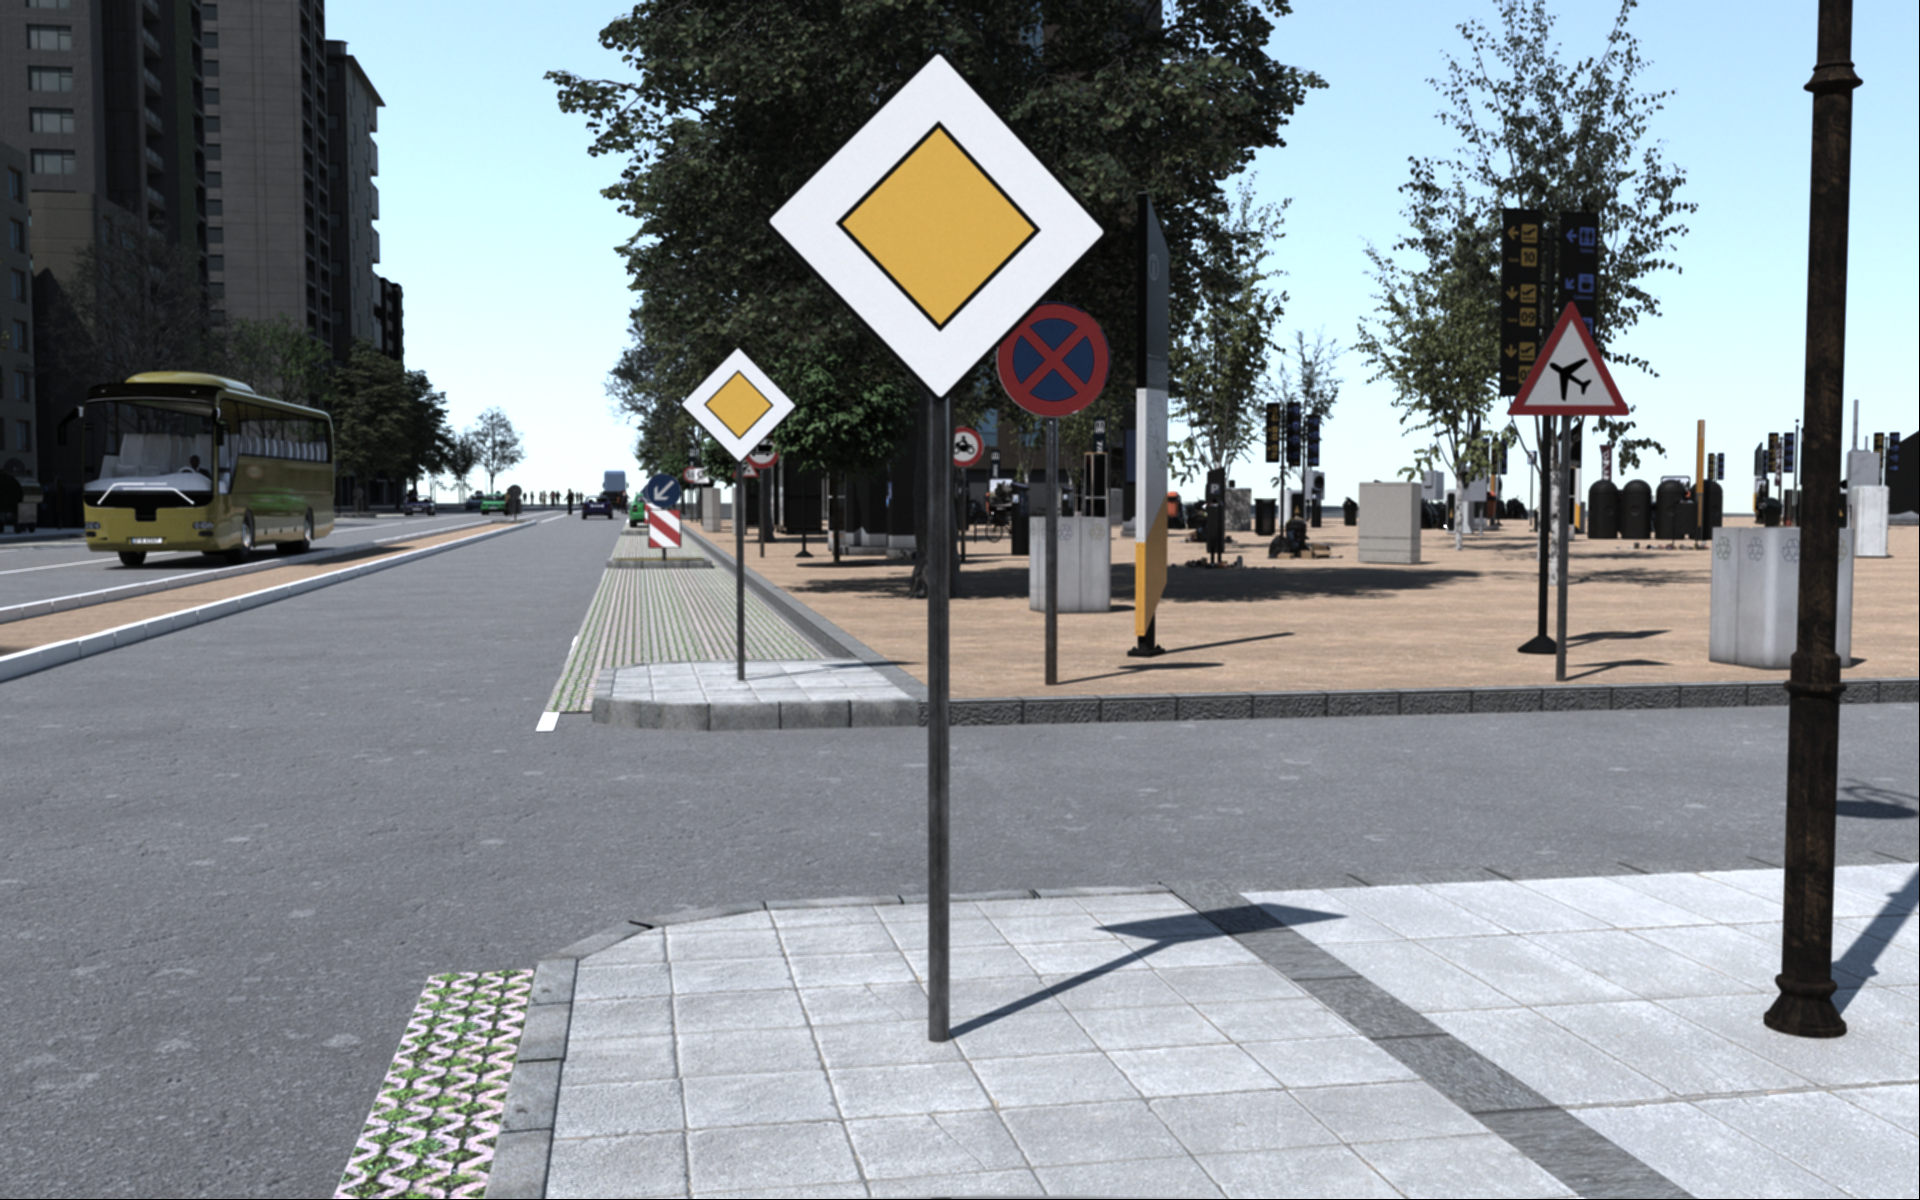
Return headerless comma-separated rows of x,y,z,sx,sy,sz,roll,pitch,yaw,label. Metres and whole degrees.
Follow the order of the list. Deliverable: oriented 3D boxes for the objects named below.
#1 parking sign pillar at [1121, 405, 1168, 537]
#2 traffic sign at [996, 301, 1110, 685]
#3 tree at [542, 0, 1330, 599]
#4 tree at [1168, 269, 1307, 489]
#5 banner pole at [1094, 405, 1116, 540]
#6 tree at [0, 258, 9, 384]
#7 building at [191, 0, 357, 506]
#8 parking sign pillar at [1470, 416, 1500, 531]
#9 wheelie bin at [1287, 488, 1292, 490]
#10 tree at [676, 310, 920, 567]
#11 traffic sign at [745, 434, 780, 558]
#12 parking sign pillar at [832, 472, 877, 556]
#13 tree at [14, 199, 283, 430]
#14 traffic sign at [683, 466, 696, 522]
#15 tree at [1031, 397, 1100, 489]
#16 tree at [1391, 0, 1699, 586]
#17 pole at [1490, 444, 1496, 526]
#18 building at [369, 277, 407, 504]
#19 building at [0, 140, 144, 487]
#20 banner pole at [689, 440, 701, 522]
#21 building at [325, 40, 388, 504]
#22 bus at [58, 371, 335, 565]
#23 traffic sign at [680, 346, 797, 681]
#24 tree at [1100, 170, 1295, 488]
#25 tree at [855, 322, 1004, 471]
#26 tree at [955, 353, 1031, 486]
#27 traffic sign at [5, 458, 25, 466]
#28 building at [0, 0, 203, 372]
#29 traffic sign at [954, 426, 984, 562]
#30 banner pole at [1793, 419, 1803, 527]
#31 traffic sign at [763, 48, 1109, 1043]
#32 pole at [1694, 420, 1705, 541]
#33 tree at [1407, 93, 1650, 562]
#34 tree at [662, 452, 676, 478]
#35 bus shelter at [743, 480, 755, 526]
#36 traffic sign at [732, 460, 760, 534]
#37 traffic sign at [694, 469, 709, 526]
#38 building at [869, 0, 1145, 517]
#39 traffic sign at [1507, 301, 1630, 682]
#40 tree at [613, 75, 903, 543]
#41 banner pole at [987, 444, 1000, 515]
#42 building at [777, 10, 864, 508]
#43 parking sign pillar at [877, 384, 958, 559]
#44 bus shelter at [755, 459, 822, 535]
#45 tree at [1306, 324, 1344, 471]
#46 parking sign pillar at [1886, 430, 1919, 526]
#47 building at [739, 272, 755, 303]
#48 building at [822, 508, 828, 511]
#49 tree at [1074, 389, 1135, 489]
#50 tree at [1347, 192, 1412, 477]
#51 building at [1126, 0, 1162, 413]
5.596,-3.913,52.443,1.447,3.967,1.447,0,4,0,parking sign pillar
0.613,-0.701,11.568,0.768,2.556,0.104,0,4,-7,traffic sign
-0.193,-7.005,21.180,9.857,13.997,8.962,0,3,0,tree
8.567,-6.539,57.277,4.360,8.622,3.978,0,3,0,tree
4.071,-3.614,49.102,0.401,3.779,0.863,-3,5,-40,banner pole
-29.104,-6.049,49.272,4.737,8.622,4.395,0,3,0,tree
-75.121,-45.414,180.763,20.563,71.187,20.611,-1,4,-10,building
18.051,-4.390,60.242,1.447,3.967,1.447,0,4,8,parking sign pillar
16.125,-4.715,85.005,0.693,1.594,0.980,2,4,25,wheelie bin
-2.138,-2.885,30.878,4.285,4.588,4.351,0,3,0,tree
-4.000,-2.132,34.966,0.768,2.556,0.104,-1,4,-9,traffic sign
-1.990,-2.940,36.548,1.447,3.967,1.447,-2,4,-26,parking sign pillar
-34.214,-9.954,73.121,12.009,13.543,11.850,0,3,0,tree
-12.260,-4.833,79.127,0.768,2.556,0.104,0,4,-6,traffic sign
5.304,-7.876,79.132,4.737,8.622,4.395,0,3,0,tree
8.183,-4.491,23.798,4.360,8.622,3.978,0,3,0,tree
21.629,-4.673,70.250,0.158,3.312,0.155,0,3,0,pole
-80.812,-27.825,226.645,14.160,30.474,14.107,-1,4,-10,building
-62.157,-15.098,91.900,27.650,21.520,28.899,-1,4,-10,building
-12.263,-5.493,79.828,0.401,3.779,0.863,-3,5,-43,banner pole
-83.859,-37.618,204.285,28.713,52.752,27.495,-1,4,-10,building
-16.318,-2.863,38.365,2.896,3.916,12.252,-1,4,-10,bus
-1.510,-0.503,11.861,0.795,2.450,0.064,-1,4,-10,traffic sign
5.849,-5.480,39.952,4.737,8.622,4.395,0,3,0,tree
-0.777,-6.426,55.430,4.360,8.622,3.978,0,3,0,tree
-0.077,-7.850,78.704,4.737,8.622,4.395,0,3,0,tree
-33.442,-3.742,61.288,0.768,2.556,0.104,0,4,-1,traffic sign
-59.157,-26.308,113.727,14.154,41.232,14.086,-1,4,-10,building
0.061,-1.984,32.552,0.768,2.556,0.104,0,4,-4,traffic sign
27.922,-4.124,57.449,0.401,3.779,0.863,-2,4,-27,banner pole
-0.053,-0.022,4.009,0.795,2.450,0.064,-1,4,-10,traffic sign
20.335,-3.288,47.608,0.158,3.312,0.155,0,3,0,pole
10.967,-5.033,32.650,4.737,8.622,4.395,0,3,0,tree
-8.326,-4.976,65.074,4.285,4.588,4.351,0,3,0,tree
-8.501,-5.836,73.043,2.179,5.291,8.768,-1,4,-11,bus shelter
-6.812,-3.366,55.045,0.884,2.594,0.081,0,4,-6,traffic sign
-10.232,-4.071,68.695,0.606,2.300,0.079,0,4,-5,traffic sign
2.277,-27.794,104.540,14.600,45.320,14.200,-1,4,-10,building
4.118,-0.721,11.799,0.884,2.594,0.081,-1,4,-9,traffic sign
-5.108,-7.756,44.936,7.486,12.596,7.792,0,3,0,tree
1.614,-5.898,86.457,0.863,3.779,0.401,1,4,12,banner pole
-14.728,-46.940,205.720,20.563,71.187,20.611,-1,4,-10,building
-0.771,-2.830,34.746,1.447,3.967,1.447,-1,4,-13,parking sign pillar
-5.426,-4.930,58.234,2.179,5.291,8.768,-1,4,-11,bus shelter
14.706,-7.610,74.785,4.360,8.622,3.978,0,3,0,tree
38.396,-5.014,70.453,1.447,3.967,1.447,1,4,17,parking sign pillar
-18.528,-35.305,231.858,22.147,44.769,28.867,-1,4,-10,building
-1.940,-43.070,142.440,20.563,71.187,20.611,-1,4,-10,building
6.871,-8.281,85.753,4.360,8.622,3.978,0,3,0,tree
11.130,-5.423,39.033,4.737,8.622,4.395,0,3,0,tree
1.396,-41.815,121.929,20.563,71.187,20.611,-1,4,-10,building
